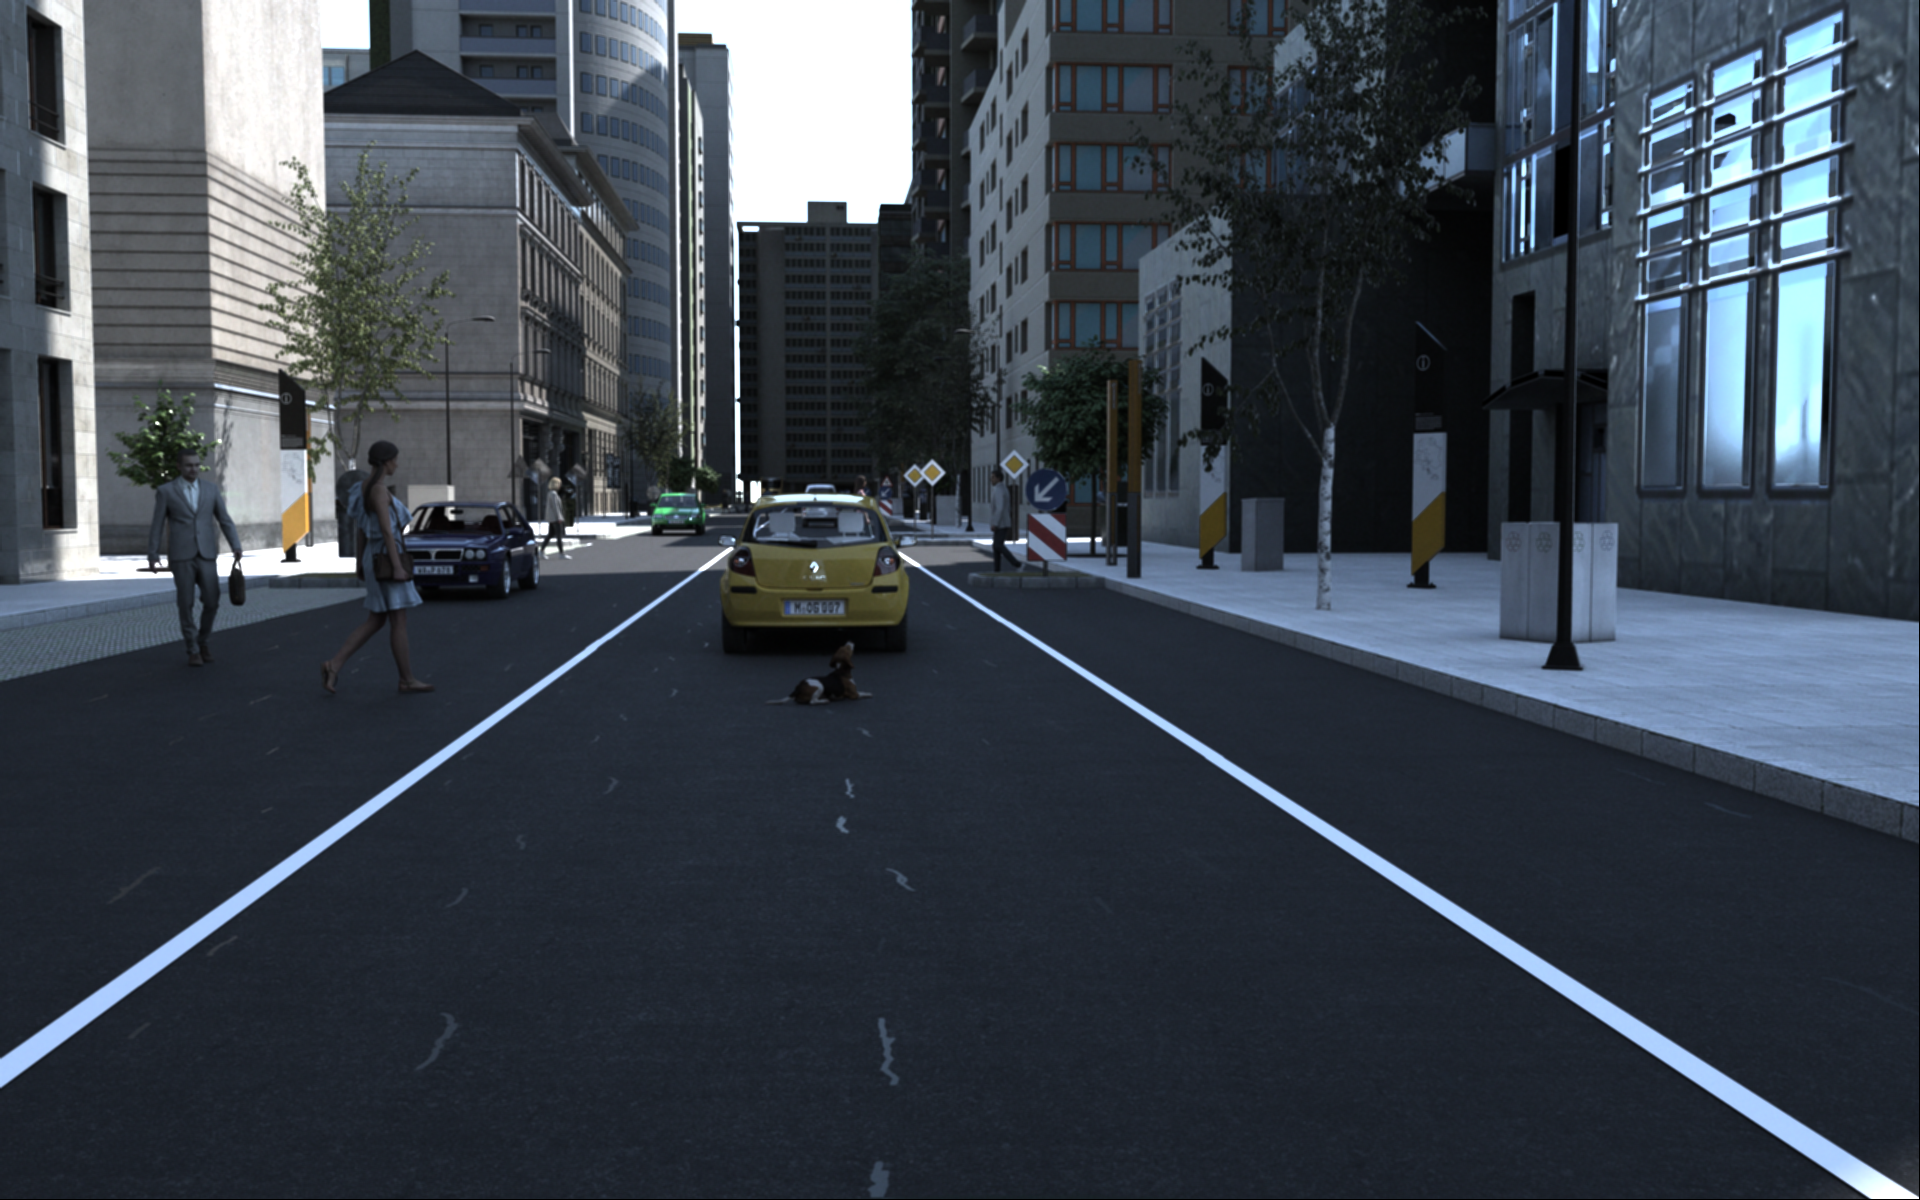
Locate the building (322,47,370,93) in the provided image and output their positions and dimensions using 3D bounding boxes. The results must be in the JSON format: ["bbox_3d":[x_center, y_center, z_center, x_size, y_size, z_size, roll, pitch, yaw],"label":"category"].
[{"bbox_3d":[-65.468,-34.843,189.295,30.456,49.044,23.786,0,4,-5],"label":"building"}]

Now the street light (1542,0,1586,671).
[{"bbox_3d":[3.907,-2.446,12.535,1.470,5.913,1.316,0,4,-5],"label":"street light"}]

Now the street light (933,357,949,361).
[{"bbox_3d":[-0.205,-5.285,58.945,1.470,5.913,1.316,0,4,-5],"label":"street light"}]

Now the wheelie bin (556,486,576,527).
[{"bbox_3d":[-15.225,-3.607,66.883,0.693,1.594,0.980,1,4,23],"label":"wheelie bin"}]

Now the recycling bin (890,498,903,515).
[{"bbox_3d":[-3.884,-5.711,105.921,0.722,1.027,0.722,-1,4,-13],"label":"recycling bin"}]

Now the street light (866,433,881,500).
[{"bbox_3d":[-6.600,-9.751,131.967,1.470,5.913,1.316,0,4,-5],"label":"street light"}]

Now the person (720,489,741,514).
[{"bbox_3d":[-16.837,-7.218,126.730,1.509,1.804,0.699,1,4,12],"label":"person"}]

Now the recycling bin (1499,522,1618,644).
[{"bbox_3d":[5.263,-0.164,15.241,0.722,1.027,0.722,-2,4,-29],"label":"recycling bin"}]

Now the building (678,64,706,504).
[{"bbox_3d":[-39.602,-34.775,192.277,21.600,48.544,21.300,0,4,-5],"label":"building"}]

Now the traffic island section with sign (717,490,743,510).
[{"bbox_3d":[-21.063,-9.127,157.850,1.989,1.847,2.006,0,4,-5],"label":"traffic island section with sign"}]

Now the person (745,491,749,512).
[{"bbox_3d":[-16.844,-7.806,137.052,0.530,1.710,0.541,1,4,19],"label":"person"}]

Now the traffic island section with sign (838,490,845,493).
[{"bbox_3d":[-12.914,-10.900,186.843,1.989,1.847,2.006,0,4,-5],"label":"traffic island section with sign"}]

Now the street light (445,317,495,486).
[{"bbox_3d":[-12.871,-4.458,45.423,1.470,5.913,1.316,0,4,-5],"label":"street light"}]

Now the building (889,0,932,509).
[{"bbox_3d":[4.265,-43.868,155.491,20.563,71.187,20.611,0,4,-5],"label":"building"}]

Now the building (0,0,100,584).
[{"bbox_3d":[-17.982,-9.977,17.871,10.420,20.320,16.860,0,4,-5],"label":"building"}]

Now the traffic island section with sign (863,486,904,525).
[{"bbox_3d":[-3.681,-4.497,82.148,1.989,1.847,2.006,0,4,-5],"label":"traffic island section with sign"}]

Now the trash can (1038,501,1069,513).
[{"bbox_3d":[2.034,-1.621,38.153,0.748,1.137,0.748,0,3,0],"label":"trash can"}]

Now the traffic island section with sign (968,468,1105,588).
[{"bbox_3d":[1.155,-1.148,27.400,1.989,1.847,2.006,0,4,-5],"label":"traffic island section with sign"}]

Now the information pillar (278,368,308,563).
[{"bbox_3d":[-12.449,-2.506,32.331,0.504,3.616,0.183,0,4,5],"label":"information pillar"}]

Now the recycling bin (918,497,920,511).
[{"bbox_3d":[-2.691,-7.265,131.337,0.722,1.027,0.722,-2,4,-32],"label":"recycling bin"}]

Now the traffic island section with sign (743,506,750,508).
[{"bbox_3d":[-23.438,-10.769,184.701,1.989,1.847,2.006,0,4,-5],"label":"traffic island section with sign"}]

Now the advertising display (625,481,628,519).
[{"bbox_3d":[-16.976,-5.074,88.168,0.123,1.923,0.974,-1,4,-11],"label":"advertising display"}]

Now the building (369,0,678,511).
[{"bbox_3d":[-34.774,-36.747,142.812,21.231,58.520,28.212,0,4,-5],"label":"building"}]

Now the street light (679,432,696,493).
[{"bbox_3d":[-20.345,-9.577,129.120,1.470,5.913,1.316,0,4,-5],"label":"street light"}]

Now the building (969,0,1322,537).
[{"bbox_3d":[16.025,-13.769,70.161,28.899,21.520,27.650,0,4,-5],"label":"building"}]

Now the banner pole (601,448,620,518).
[{"bbox_3d":[-19.041,-6.337,93.625,0.401,3.779,0.863,3,5,43],"label":"banner pole"}]

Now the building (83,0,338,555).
[{"bbox_3d":[-24.971,-11.666,39.895,18.267,20.994,9.793,0,4,-5],"label":"building"}]

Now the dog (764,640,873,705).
[{"bbox_3d":[-0.981,0.500,12.025,0.748,0.427,0.550,0,4,-2],"label":"dog"}]

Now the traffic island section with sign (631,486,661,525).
[{"bbox_3d":[-14.282,-4.425,80.972,1.989,1.847,2.006,0,4,-5],"label":"traffic island section with sign"}]

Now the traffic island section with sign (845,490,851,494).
[{"bbox_3d":[-6.068,-6.156,109.276,1.989,1.847,2.006,0,4,-5],"label":"traffic island section with sign"}]

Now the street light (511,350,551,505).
[{"bbox_3d":[-13.854,-5.090,55.766,1.470,5.913,1.316,0,4,-5],"label":"street light"}]

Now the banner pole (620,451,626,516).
[{"bbox_3d":[-19.980,-6.826,101.628,0.863,3.779,0.401,-1,4,-8],"label":"banner pole"}]

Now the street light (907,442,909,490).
[{"bbox_3d":[-3.391,-7.509,95.314,1.470,5.913,1.316,0,4,-5],"label":"street light"}]

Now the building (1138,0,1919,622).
[{"bbox_3d":[17.384,-43.926,30.860,22.319,86.520,31.000,0,4,-5],"label":"building"}]

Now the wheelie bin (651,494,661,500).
[{"bbox_3d":[-18.711,-6.048,106.789,0.693,1.594,0.980,0,4,6],"label":"wheelie bin"}]

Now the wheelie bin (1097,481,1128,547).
[{"bbox_3d":[3.764,-2.110,42.404,0.980,1.594,0.693,-1,4,-13],"label":"wheelie bin"}]

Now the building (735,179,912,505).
[{"bbox_3d":[-17.790,-33.056,232.347,23.993,40.220,32.217,0,4,-5],"label":"building"}]

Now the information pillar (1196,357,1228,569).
[{"bbox_3d":[4.308,-2.333,29.503,0.504,3.616,0.183,3,4,39],"label":"information pillar"}]

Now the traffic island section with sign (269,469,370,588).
[{"bbox_3d":[-9.534,-1.134,27.162,1.989,1.847,2.006,0,4,-5],"label":"traffic island section with sign"}]

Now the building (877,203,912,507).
[{"bbox_3d":[-1.356,-24.648,174.701,14.160,30.474,14.107,0,4,-5],"label":"building"}]

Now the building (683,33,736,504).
[{"bbox_3d":[-43.433,-41.732,224.314,28.212,58.520,21.231,0,4,-5],"label":"building"}]

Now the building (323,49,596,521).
[{"bbox_3d":[-23.845,-13.819,76.844,10.553,20.767,40.483,0,4,-5],"label":"building"}]

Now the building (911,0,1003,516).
[{"bbox_3d":[8.322,-27.777,108.774,22.147,44.769,28.867,0,4,-5],"label":"building"}]

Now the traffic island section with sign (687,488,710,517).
[{"bbox_3d":[-16.725,-6.116,108.621,1.989,1.847,2.006,0,4,-5],"label":"traffic island section with sign"}]

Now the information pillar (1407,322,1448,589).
[{"bbox_3d":[6.360,-1.966,23.497,0.183,3.616,0.504,-3,5,-40],"label":"information pillar"}]

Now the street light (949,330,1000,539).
[{"bbox_3d":[0.550,-4.684,49.129,1.470,5.913,1.316,0,4,-5],"label":"street light"}]

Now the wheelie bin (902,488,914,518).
[{"bbox_3d":[-2.726,-5.158,92.235,0.693,1.594,0.980,0,4,8],"label":"wheelie bin"}]

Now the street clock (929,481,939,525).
[{"bbox_3d":[-1.099,-4.140,72.259,0.358,2.002,0.471,2,4,28],"label":"street clock"}]

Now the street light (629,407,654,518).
[{"bbox_3d":[-17.068,-7.361,92.889,1.470,5.913,1.316,0,4,-5],"label":"street light"}]

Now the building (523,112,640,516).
[{"bbox_3d":[-30.116,-17.020,111.568,16.112,22.955,30.059,0,4,-5],"label":"building"}]

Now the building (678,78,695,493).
[{"bbox_3d":[-32.897,-29.426,164.703,14.154,41.232,14.086,0,4,-5],"label":"building"}]
